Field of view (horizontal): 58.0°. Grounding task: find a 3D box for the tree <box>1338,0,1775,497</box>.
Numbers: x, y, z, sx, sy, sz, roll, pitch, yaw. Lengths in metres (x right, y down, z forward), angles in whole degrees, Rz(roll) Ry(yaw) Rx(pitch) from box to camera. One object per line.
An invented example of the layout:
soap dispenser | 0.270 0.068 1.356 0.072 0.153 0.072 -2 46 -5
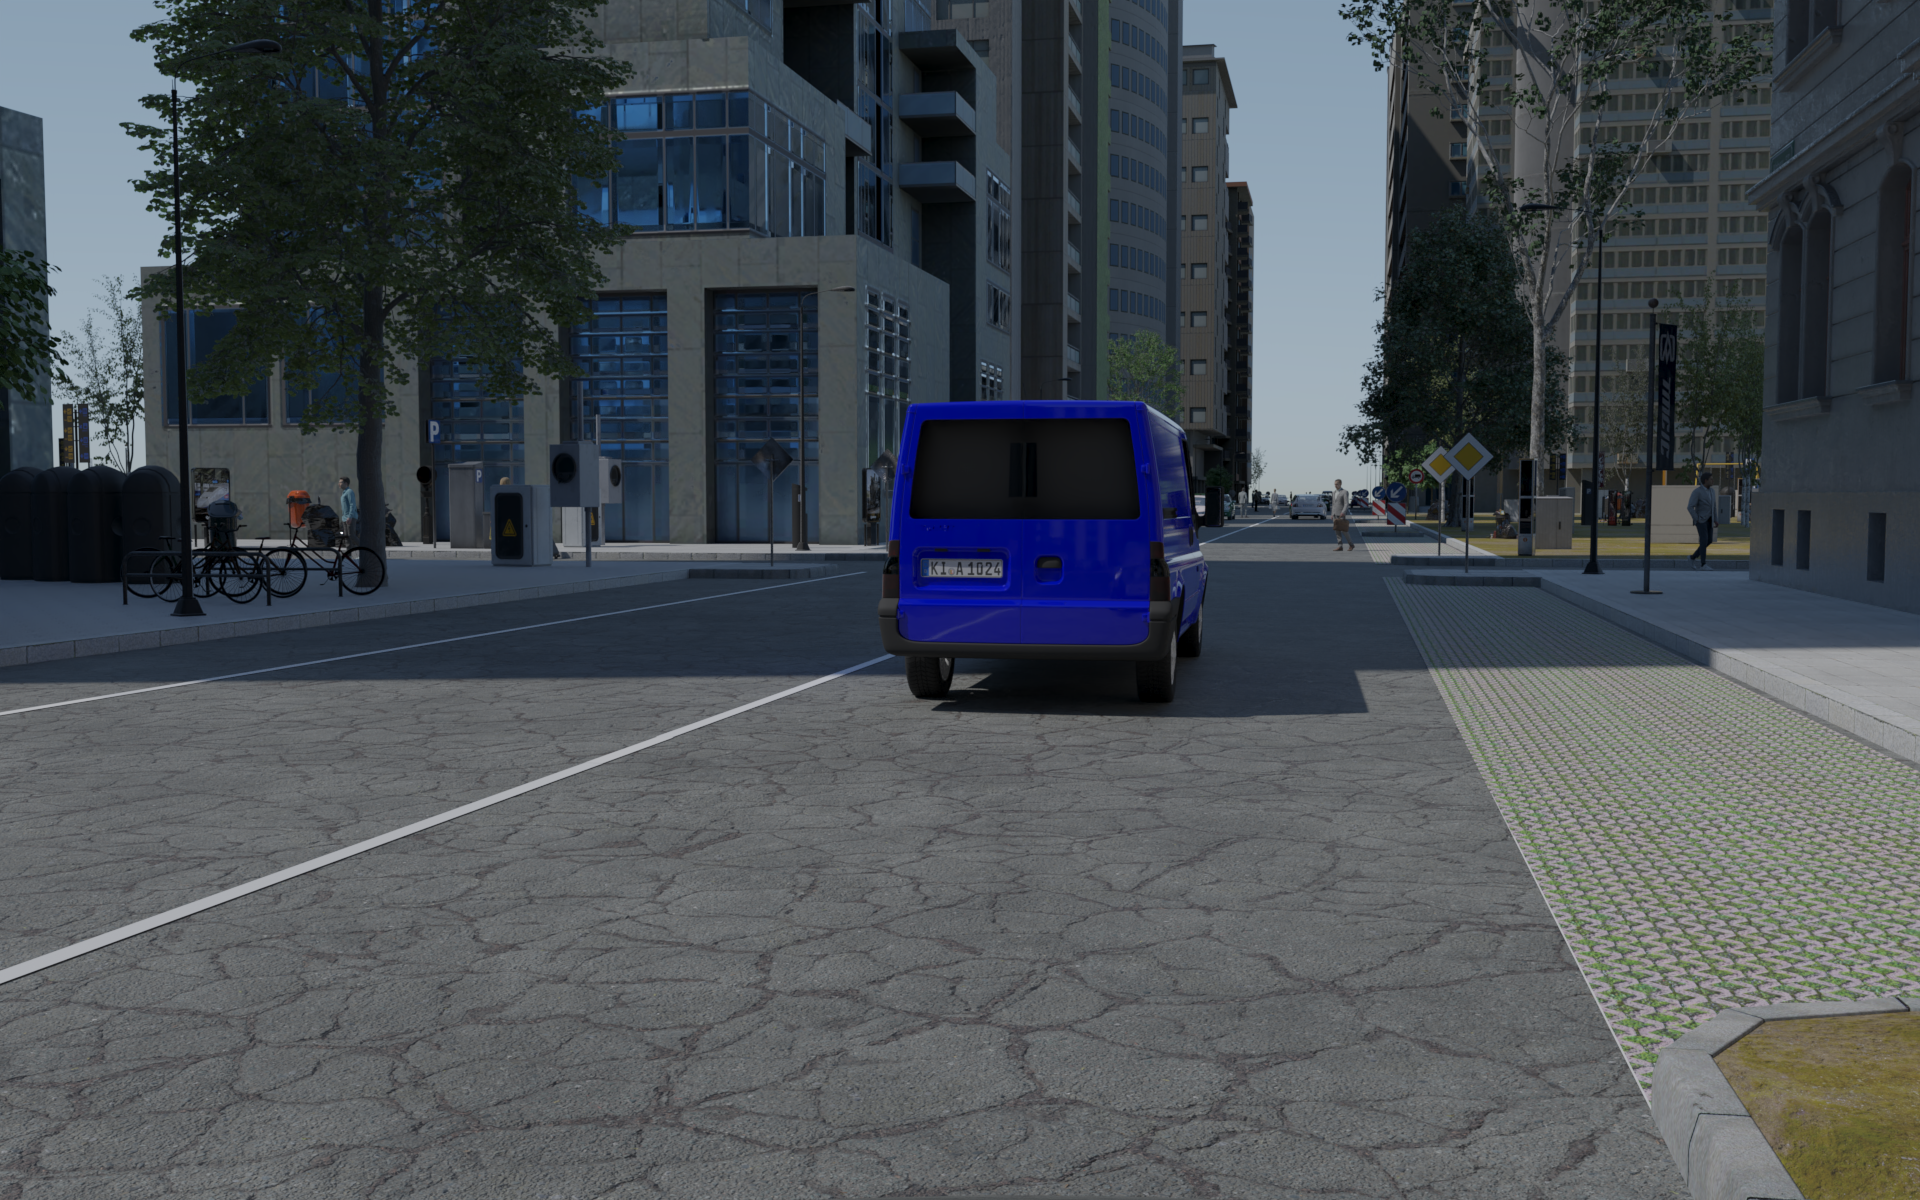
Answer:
tree | 17.009 -11.630 46.039 12.611 20.169 13.585 0 3 0

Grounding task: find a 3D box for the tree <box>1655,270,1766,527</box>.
tree | 24.995 -6.581 57.963 4.737 8.622 4.395 0 3 0

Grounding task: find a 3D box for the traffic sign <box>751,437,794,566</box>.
traffic sign | -3.330 -1.652 30.655 0.795 2.450 0.064 1 4 12

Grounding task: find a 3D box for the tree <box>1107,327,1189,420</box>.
tree | 10.525 -11.113 107.451 9.928 11.665 9.643 0 3 0

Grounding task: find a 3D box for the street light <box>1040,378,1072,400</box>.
street light | 3.778 -5.927 69.449 1.470 5.913 1.316 1 4 12

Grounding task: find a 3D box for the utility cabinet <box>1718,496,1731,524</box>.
utility cabinet | 32.512 -3.864 74.342 1.020 1.237 0.306 2 4 31

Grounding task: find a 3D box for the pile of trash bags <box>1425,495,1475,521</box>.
pile of trash bags | 24.219 -4.574 84.545 1.912 1.369 3.447 3 5 41

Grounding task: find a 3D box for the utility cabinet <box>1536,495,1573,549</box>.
utility cabinet | 13.689 -1.778 40.229 1.020 1.237 0.306 -1 4 -9

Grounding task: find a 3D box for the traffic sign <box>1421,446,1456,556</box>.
traffic sign | 9.948 -1.973 35.903 0.795 2.450 0.064 1 4 12

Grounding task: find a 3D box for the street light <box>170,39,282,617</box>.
street light | -7.617 -2.779 17.978 1.470 5.913 1.316 1 4 12

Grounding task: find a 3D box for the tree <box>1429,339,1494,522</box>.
tree | 22.233 -7.849 78.694 4.737 8.622 4.395 0 3 0

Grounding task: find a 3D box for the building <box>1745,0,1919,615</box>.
building | 15.534 -13.796 12.961 14.401 28.519 23.554 1 4 12

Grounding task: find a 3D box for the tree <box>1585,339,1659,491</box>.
tree | 32.049 -8.124 83.191 4.360 8.622 3.978 0 3 0

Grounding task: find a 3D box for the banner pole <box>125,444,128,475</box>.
banner pole | -41.487 -5.892 86.352 0.401 3.779 0.863 -3 4 -37

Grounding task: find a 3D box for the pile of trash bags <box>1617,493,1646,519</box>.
pile of trash bags | 35.445 -4.968 90.977 3.447 1.369 1.912 -2 4 -31

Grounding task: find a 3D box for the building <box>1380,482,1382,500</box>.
building | 77.077 -34.039 248.420 32.217 40.220 23.993 1 4 12

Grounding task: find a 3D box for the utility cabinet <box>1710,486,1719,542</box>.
utility cabinet | 19.343 -2.247 45.409 1.173 1.500 0.318 -2 4 -28

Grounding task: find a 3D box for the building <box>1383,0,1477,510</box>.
building | 52.796 -33.331 168.658 21.300 48.544 21.600 1 4 12

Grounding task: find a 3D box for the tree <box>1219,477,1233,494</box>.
tree | 27.621 -11.488 182.430 1.663 3.219 1.824 0 3 0

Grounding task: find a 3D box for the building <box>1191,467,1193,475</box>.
building | 9.841 -43.584 150.848 20.563 71.187 20.611 1 4 12

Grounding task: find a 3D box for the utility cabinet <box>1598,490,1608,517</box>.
utility cabinet | 35.016 -5.219 94.002 1.173 1.500 0.318 -1 4 -20

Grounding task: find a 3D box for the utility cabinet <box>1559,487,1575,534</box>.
utility cabinet | 19.427 -2.865 55.519 0.318 1.500 1.173 1 4 9

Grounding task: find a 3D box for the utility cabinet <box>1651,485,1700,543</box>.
utility cabinet | 18.475 -2.209 44.794 1.173 1.500 0.318 1 4 18

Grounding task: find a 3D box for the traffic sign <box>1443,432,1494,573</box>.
traffic sign | 8.235 -1.496 28.103 0.795 2.450 0.064 1 4 12

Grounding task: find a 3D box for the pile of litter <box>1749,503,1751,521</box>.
pile of litter | 37.441 -4.124 81.393 1.719 0.858 1.176 -2 4 -24

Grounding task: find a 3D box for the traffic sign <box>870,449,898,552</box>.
traffic sign | -1.617 -2.129 38.454 0.795 2.450 0.064 1 4 12

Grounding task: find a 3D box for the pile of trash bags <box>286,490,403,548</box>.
pile of trash bags | -15.323 -2.000 42.458 3.447 1.369 1.912 2 4 32

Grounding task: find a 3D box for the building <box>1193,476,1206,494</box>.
building | 8.386 -29.542 174.900 32.217 40.220 23.993 1 4 12

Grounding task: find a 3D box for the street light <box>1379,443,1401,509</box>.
street light | 30.363 -9.117 121.600 1.470 5.913 1.316 1 4 12

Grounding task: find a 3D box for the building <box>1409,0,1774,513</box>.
building | 48.934 -26.334 122.448 32.217 40.220 23.993 1 4 12

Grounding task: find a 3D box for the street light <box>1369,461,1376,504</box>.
street light | 36.922 -10.970 151.899 1.470 5.913 1.316 1 4 12

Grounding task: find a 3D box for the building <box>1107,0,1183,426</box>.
building | 4.551 -35.807 127.448 21.231 58.520 28.212 1 4 12

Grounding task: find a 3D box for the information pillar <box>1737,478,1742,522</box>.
information pillar | 36.168 -4.631 80.205 0.304 2.012 0.304 2 4 25

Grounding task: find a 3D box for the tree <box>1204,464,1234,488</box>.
tree | 27.740 -12.396 186.395 4.285 4.588 4.351 0 3 0

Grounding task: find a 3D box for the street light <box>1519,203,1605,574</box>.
street light | 9.639 -3.377 27.748 1.470 5.913 1.316 1 4 12

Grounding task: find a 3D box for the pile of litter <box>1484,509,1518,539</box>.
pile of litter | 15.816 -2.197 49.883 1.176 0.858 1.719 0 4 -4

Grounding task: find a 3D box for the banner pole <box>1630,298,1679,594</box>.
banner pole | 9.029 -1.979 22.370 0.863 3.779 0.401 -3 5 -40

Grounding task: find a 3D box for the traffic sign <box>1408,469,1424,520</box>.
traffic sign | 22.859 -5.302 86.797 0.768 2.556 0.104 1 4 15

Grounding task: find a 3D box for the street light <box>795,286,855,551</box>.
street light | -3.025 -4.061 38.941 1.470 5.913 1.316 1 4 12

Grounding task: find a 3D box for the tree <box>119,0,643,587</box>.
tree | -7.942 -6.477 24.026 7.486 12.596 7.792 0 3 0

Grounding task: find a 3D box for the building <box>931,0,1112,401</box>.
building | -0.150 -24.775 88.669 14.154 41.232 14.086 1 4 12

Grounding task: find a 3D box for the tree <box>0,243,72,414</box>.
tree | -9.402 -1.883 14.504 4.285 4.588 4.351 0 3 0

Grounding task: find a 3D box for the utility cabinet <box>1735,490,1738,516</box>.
utility cabinet | 44.387 -5.454 97.857 1.173 1.500 0.318 -1 4 -17

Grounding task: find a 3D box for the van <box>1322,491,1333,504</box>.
van | 45.642 -12.726 215.089 2.013 2.044 4.112 1 4 12

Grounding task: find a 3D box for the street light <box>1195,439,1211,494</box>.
street light | 20.271 -10.550 145.031 1.470 5.913 1.316 1 4 12

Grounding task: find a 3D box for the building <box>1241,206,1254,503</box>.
building | 36.403 -37.221 258.677 14.600 45.320 14.200 1 4 12

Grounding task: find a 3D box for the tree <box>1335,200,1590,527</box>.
tree | 19.585 -9.214 67.658 9.611 12.733 9.660 0 3 0

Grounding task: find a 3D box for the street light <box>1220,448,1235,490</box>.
street light | 26.923 -12.402 175.310 1.470 5.913 1.316 1 4 12

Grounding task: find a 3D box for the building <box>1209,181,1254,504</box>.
building | 28.662 -35.704 238.384 22.147 44.769 28.867 1 4 12

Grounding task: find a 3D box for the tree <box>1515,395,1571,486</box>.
tree | 33.697 -9.279 102.066 4.360 8.622 3.978 0 3 0

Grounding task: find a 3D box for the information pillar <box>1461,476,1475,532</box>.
information pillar | 17.372 -3.348 59.237 0.304 2.012 0.304 -3 5 -40

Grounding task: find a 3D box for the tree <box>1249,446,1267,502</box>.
tree | 45.589 -19.439 268.183 4.737 8.622 4.395 0 3 0

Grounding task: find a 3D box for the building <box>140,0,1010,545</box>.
building | -10.152 -45.602 58.265 22.319 86.520 31.000 1 4 12

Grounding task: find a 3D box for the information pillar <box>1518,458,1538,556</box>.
information pillar | 11.773 -1.923 35.929 0.304 2.012 0.304 2 4 31

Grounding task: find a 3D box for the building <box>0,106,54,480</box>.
building | -33.222 -43.255 19.892 31.000 86.520 22.319 1 4 12

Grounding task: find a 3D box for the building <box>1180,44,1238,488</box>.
building | 18.392 -38.015 210.778 28.713 52.752 27.495 1 4 12

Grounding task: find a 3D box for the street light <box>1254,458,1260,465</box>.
street light | 37.832 -15.440 224.987 1.470 5.913 1.316 1 4 12

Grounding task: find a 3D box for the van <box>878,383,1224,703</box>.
van | 0.888 -0.569 13.690 2.240 2.365 5.245 1 4 11

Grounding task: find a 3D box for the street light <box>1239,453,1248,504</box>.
street light | 31.259 -13.580 194.571 1.470 5.913 1.316 1 4 12

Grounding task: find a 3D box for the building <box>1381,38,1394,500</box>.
building | 65.631 -41.694 223.694 21.231 58.520 28.212 1 4 12
